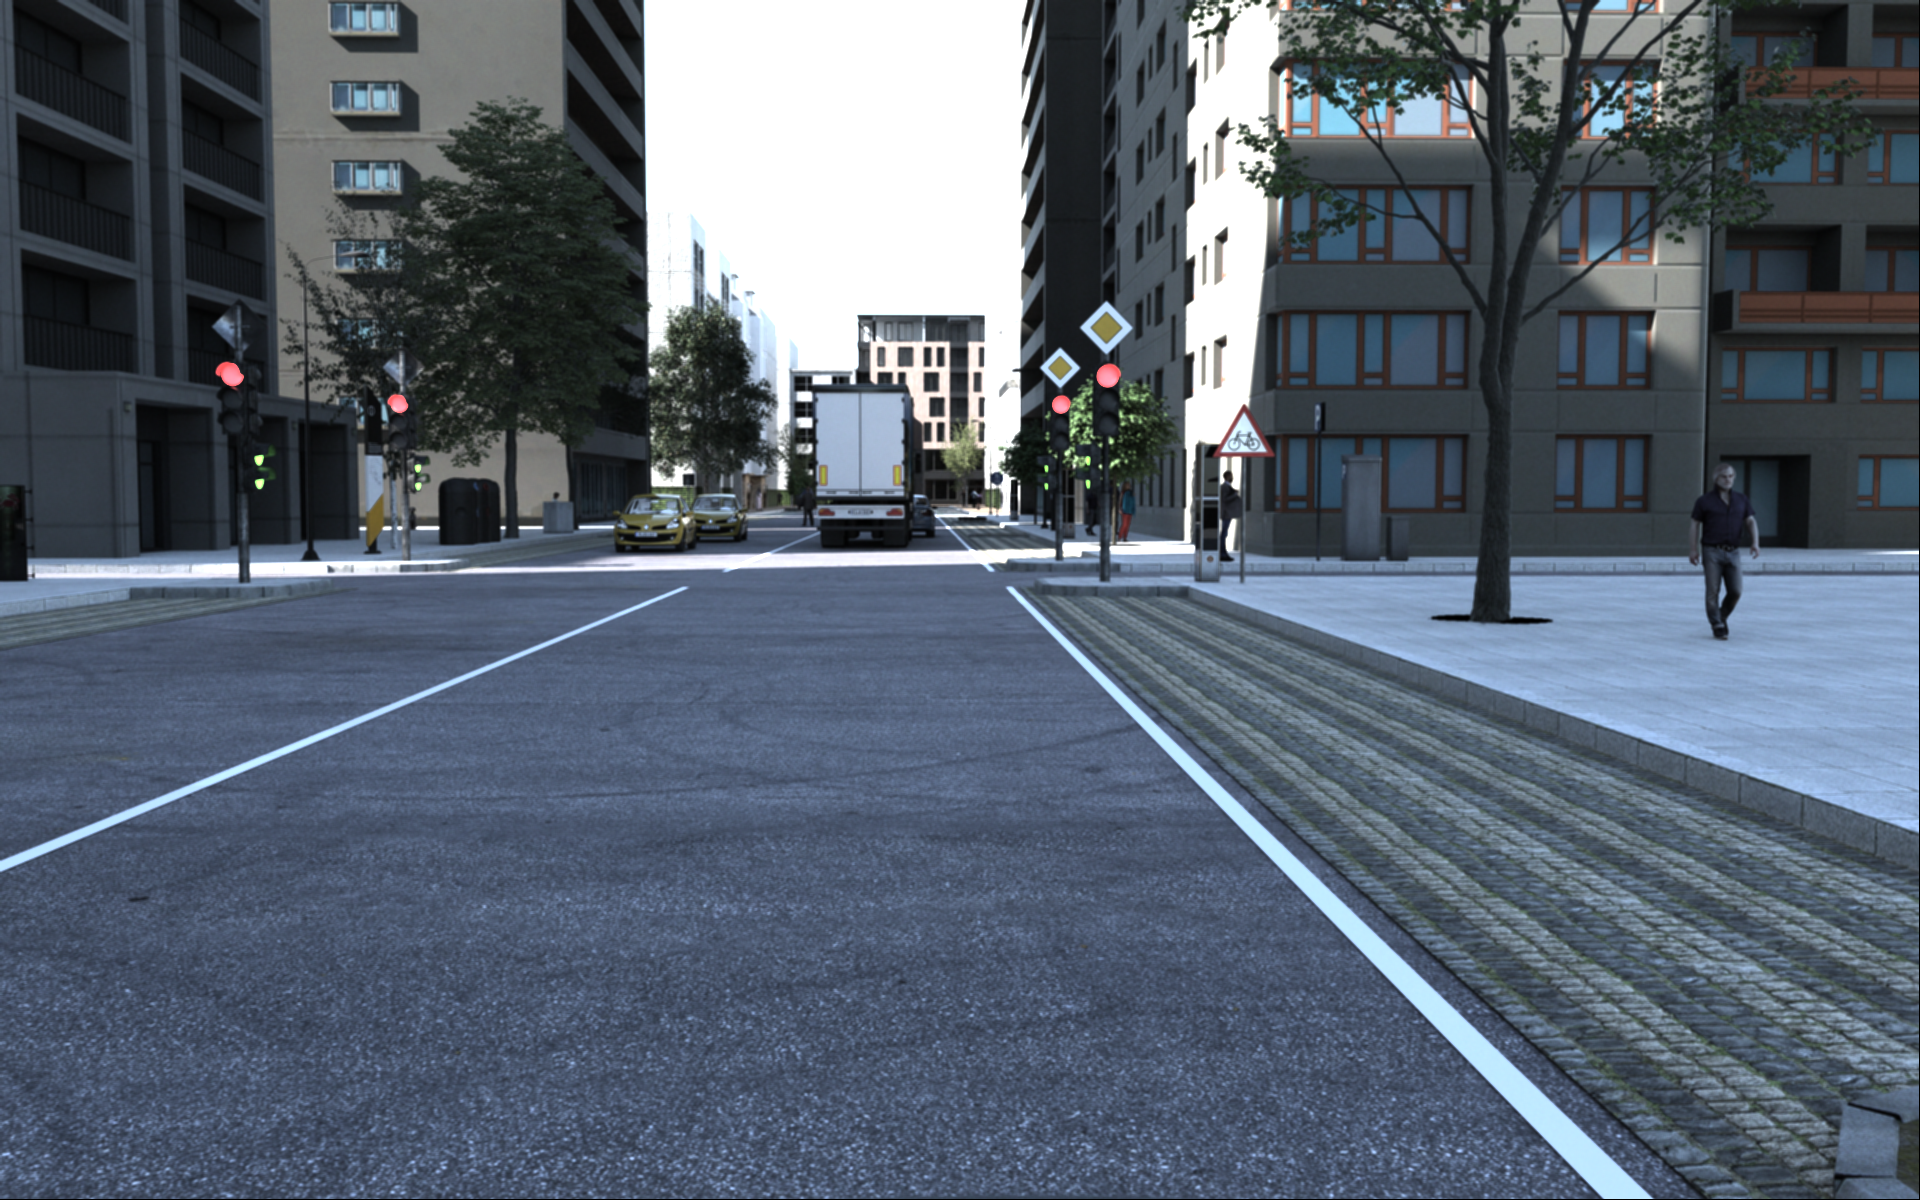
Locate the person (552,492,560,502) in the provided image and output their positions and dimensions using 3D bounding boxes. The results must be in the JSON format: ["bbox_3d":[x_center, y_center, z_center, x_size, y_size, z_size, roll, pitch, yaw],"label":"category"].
[{"bbox_3d":[-15.144,-3.370,65.046,0.340,1.345,0.435,-2,4,-27],"label":"person"}]

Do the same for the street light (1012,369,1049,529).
[{"bbox_3d":[2.617,-5.613,64.320,1.470,5.913,1.316,0,4,-2],"label":"street light"}]

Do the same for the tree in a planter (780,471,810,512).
[{"bbox_3d":[-12.946,-8.411,134.736,1.991,3.239,1.994,0,4,-2],"label":"tree in a planter"}]

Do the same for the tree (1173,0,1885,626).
[{"bbox_3d":[5.399,-5.577,16.941,9.928,11.665,9.643,0,3,0],"label":"tree"}]

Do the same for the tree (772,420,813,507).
[{"bbox_3d":[-16.296,-13.426,169.870,4.737,8.622,4.395,0,3,0],"label":"tree"}]

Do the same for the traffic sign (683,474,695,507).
[{"bbox_3d":[-13.692,-5.218,87.441,0.606,2.300,0.079,0,4,4],"label":"traffic sign"}]

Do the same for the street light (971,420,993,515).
[{"bbox_3d":[1.378,-8.311,108.419,1.470,5.913,1.316,0,4,-2],"label":"street light"}]

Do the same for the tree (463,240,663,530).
[{"bbox_3d":[-14.063,-7.765,61.371,7.601,10.594,8.767,0,4,-6],"label":"tree"}]

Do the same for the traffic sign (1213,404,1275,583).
[{"bbox_3d":[4.081,-1.526,24.959,0.884,2.594,0.081,0,4,5],"label":"traffic sign"}]

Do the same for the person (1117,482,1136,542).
[{"bbox_3d":[4.422,-2.340,46.005,0.593,1.614,0.444,-1,4,-19],"label":"person"}]

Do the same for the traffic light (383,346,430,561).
[{"bbox_3d":[-10.542,-2.691,32.918,0.839,4.253,0.868,0,4,-2],"label":"traffic light"}]

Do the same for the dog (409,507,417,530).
[{"bbox_3d":[-19.664,-2.943,62.490,0.513,0.831,0.800,1,4,21],"label":"dog"}]

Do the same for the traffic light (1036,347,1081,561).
[{"bbox_3d":[1.895,-2.712,33.261,0.839,4.253,0.868,0,4,-2],"label":"traffic light"}]

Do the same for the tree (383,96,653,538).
[{"bbox_3d":[-12.616,-8.069,50.058,7.486,12.596,7.792,0,3,0],"label":"tree"}]

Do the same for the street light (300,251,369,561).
[{"bbox_3d":[-11.995,-3.714,33.267,1.470,5.913,1.316,0,4,-2],"label":"street light"}]

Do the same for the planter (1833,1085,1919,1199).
[{"bbox_3d":[2.723,1.107,3.043,1.991,0.319,1.994,0,4,-2],"label":"planter"}]

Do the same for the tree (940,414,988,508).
[{"bbox_3d":[0.611,-12.824,160.039,4.737,8.622,4.395,0,3,0],"label":"tree"}]

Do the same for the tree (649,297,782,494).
[{"bbox_3d":[-14.934,-11.262,101.135,9.611,12.733,9.660,0,3,0],"label":"tree"}]

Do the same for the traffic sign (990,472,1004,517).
[{"bbox_3d":[2.116,-6.019,98.509,0.768,2.556,0.104,0,4,3],"label":"traffic sign"}]

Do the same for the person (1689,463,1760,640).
[{"bbox_3d":[6.809,-0.434,15.341,0.569,1.553,0.471,3,5,41],"label":"person"}]

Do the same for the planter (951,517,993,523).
[{"bbox_3d":[0.572,-3.903,84.960,1.991,0.319,1.994,0,4,-2],"label":"planter"}]

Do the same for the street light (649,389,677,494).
[{"bbox_3d":[-13.231,-6.385,76.930,1.470,5.913,1.316,0,4,-2],"label":"street light"}]

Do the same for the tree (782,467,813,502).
[{"bbox_3d":[-17.264,-12.297,184.770,4.285,4.588,4.351,0,3,0],"label":"tree"}]

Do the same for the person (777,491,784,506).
[{"bbox_3d":[-19.557,-10.907,187.386,0.990,1.755,0.434,0,4,4],"label":"person"}]

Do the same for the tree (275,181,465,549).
[{"bbox_3d":[-13.437,-5.494,40.188,4.360,8.622,3.978,0,3,0],"label":"tree"}]

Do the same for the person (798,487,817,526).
[{"bbox_3d":[-6.857,-4.199,77.705,0.990,1.755,0.434,-2,4,-34],"label":"person"}]

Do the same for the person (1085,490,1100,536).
[{"bbox_3d":[4.090,-2.759,53.365,0.569,1.553,0.471,-1,4,-17],"label":"person"}]

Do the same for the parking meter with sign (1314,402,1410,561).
[{"bbox_3d":[7.693,-2.255,33.135,1.738,3.016,0.543,0,4,-1],"label":"parking meter with sign"}]

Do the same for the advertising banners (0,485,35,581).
[{"bbox_3d":[-14.671,-1.778,25.253,2.074,3.025,0.090,-1,4,-10],"label":"advertising banners"}]

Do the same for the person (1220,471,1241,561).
[{"bbox_3d":[5.141,-1.601,33.033,0.431,1.722,0.655,0,4,6],"label":"person"}]

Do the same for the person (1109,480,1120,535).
[{"bbox_3d":[4.868,-2.948,54.946,0.576,1.737,0.504,1,4,15],"label":"person"}]

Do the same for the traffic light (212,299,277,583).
[{"bbox_3d":[-10.331,-2.203,24.936,0.839,4.253,0.868,0,4,-2],"label":"traffic light"}]

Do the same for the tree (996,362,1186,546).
[{"bbox_3d":[3.891,-3.619,42.884,4.285,4.588,4.351,0,3,0],"label":"tree"}]

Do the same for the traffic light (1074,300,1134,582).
[{"bbox_3d":[2.105,-2.224,25.278,0.839,4.253,0.868,0,4,-2],"label":"traffic light"}]

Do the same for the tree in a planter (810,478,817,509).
[{"bbox_3d":[-13.641,-10.058,161.670,1.991,3.239,1.994,0,4,-2],"label":"tree in a planter"}]
